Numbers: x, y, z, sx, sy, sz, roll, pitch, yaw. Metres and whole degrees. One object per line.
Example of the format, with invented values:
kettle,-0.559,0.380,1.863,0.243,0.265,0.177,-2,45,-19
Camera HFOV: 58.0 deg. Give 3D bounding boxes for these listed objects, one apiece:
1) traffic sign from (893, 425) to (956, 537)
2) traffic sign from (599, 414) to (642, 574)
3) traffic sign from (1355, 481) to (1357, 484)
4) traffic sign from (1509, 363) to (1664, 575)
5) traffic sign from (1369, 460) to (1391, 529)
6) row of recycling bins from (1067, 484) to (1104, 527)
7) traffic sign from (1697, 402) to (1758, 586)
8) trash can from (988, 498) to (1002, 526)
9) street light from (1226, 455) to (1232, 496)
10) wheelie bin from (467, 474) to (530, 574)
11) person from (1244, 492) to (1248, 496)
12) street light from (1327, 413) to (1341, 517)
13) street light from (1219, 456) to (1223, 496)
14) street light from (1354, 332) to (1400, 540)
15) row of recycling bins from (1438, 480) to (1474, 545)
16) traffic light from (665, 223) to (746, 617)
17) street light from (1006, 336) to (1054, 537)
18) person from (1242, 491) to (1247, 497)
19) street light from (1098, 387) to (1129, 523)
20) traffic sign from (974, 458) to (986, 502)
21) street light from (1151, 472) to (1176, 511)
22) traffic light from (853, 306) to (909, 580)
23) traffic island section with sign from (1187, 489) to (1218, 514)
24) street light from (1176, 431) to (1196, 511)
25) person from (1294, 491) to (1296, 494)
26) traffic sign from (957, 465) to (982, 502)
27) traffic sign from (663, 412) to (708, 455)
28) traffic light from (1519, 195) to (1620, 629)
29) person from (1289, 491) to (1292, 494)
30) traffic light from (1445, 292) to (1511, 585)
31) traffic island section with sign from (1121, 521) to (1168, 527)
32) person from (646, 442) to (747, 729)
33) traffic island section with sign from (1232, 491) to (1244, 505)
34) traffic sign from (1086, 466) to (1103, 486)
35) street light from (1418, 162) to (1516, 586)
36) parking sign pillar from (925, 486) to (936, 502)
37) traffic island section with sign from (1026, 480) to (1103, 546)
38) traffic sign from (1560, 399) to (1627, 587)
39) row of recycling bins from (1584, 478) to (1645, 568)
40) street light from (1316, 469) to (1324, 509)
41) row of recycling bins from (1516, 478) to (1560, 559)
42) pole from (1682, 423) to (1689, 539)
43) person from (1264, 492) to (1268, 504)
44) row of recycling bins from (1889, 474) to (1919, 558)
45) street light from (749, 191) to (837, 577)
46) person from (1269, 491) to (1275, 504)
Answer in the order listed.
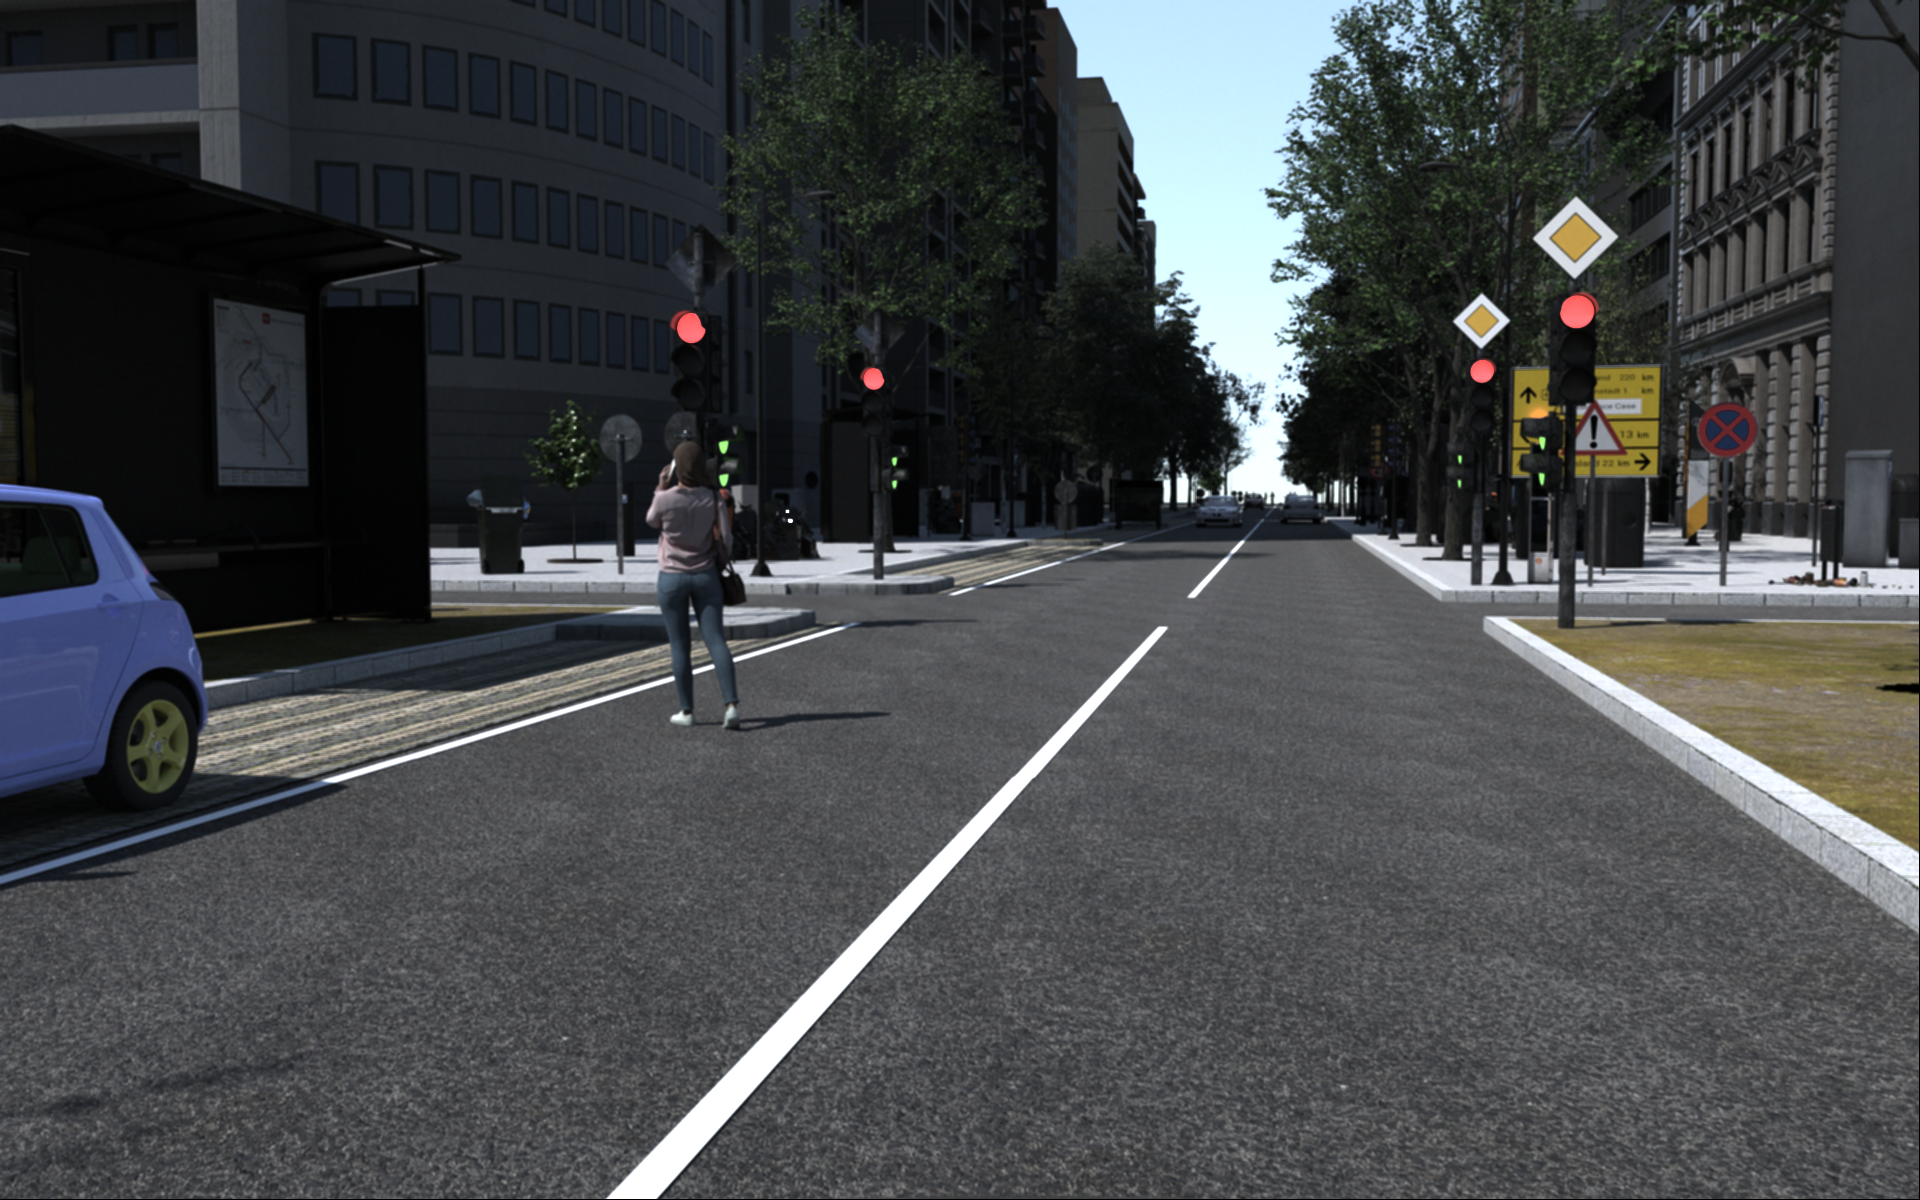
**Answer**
traffic sign,-1.246,-3.531,51.597,2.265,3.308,0.079,1,4,11
traffic sign,-5.431,-1.685,27.656,0.768,2.556,0.104,1,4,18
traffic sign,21.426,-5.626,91.992,0.884,2.594,0.081,1,4,17
traffic sign,9.880,-2.051,27.413,2.265,3.308,0.079,1,4,18
traffic sign,15.554,-3.919,64.190,0.768,2.556,0.104,1,4,18
row of recycling bins,4.842,-3.803,69.285,1.069,1.692,3.534,1,4,13
traffic sign,10.653,-1.468,24.108,0.768,2.556,0.104,1,4,20
trash can,1.484,-3.620,70.840,0.748,1.137,0.748,0,3,0
street light,31.647,-14.369,207.475,1.470,5.913,1.316,1,4,11
wheelie bin,-7.443,-1.222,27.895,0.980,1.594,0.693,-2,4,-28
person,39.669,-14.058,239.163,1.217,1.723,0.721,-2,4,-24
street light,16.372,-6.178,73.557,1.470,5.913,1.316,1,4,11
street light,26.969,-12.892,183.331,1.470,5.913,1.316,1,4,11
street light,11.714,-4.665,48.818,1.470,5.913,1.316,1,4,11
row of recycling bins,12.990,-2.333,45.262,1.069,1.692,3.534,1,4,13
traffic light,-2.685,-1.780,18.029,0.839,4.253,0.868,1,4,11
street light,2.065,-4.805,51.102,1.470,5.913,1.316,1,4,11
person,34.120,-12.125,207.270,0.750,1.759,0.617,0,4,4
street light,6.664,-6.294,75.447,1.470,5.913,1.316,1,4,11
traffic sign,0.542,-3.713,60.816,0.768,2.556,0.104,1,4,18
street light,11.920,-7.979,102.998,1.470,5.913,1.316,1,4,11
traffic light,-1.205,-2.260,25.876,0.839,4.253,0.868,1,4,11
traffic island section with sign,17.312,-7.078,124.351,1.989,1.847,2.006,1,4,11
street light,16.473,-9.481,127.560,1.470,5.913,1.316,1,4,11
person,46.078,-14.060,238.519,1.348,1.807,0.705,0,4,-4
traffic sign,0.319,-3.666,59.941,0.884,2.594,0.081,1,4,13
traffic sign,-4.108,-1.587,26.047,0.768,2.556,0.104,1,4,13
traffic light,5.780,-1.684,16.454,0.839,4.253,0.868,1,4,11
person,44.188,-13.643,231.641,1.350,1.814,0.705,0,4,6
traffic light,7.261,-2.164,24.301,0.839,4.253,0.868,1,4,11
traffic island section with sign,8.005,-4.061,75.017,1.989,1.847,2.006,1,4,11
person,-1.587,-0.093,10.616,0.593,1.750,0.643,-1,4,-20
traffic island section with sign,37.611,-13.660,231.961,1.989,1.847,2.006,1,4,11
traffic sign,6.000,-4.727,77.397,0.768,2.556,0.104,1,4,17
street light,7.114,-3.167,24.319,1.470,5.913,1.316,1,4,11
parking sign pillar,-1.264,-5.225,73.899,1.447,3.967,1.447,0,4,-5
traffic island section with sign,2.952,-2.420,48.197,1.989,1.847,2.006,1,4,11
traffic sign,8.716,-1.460,23.880,0.884,2.594,0.081,1,4,11
row of recycling bins,11.900,-1.494,31.538,1.069,1.692,3.534,1,4,20
street light,21.501,-7.827,100.506,1.470,5.913,1.316,1,4,11
row of recycling bins,12.073,-1.760,35.893,1.069,1.692,3.534,1,4,19
pole,20.827,-3.409,49.582,0.158,3.312,0.155,0,3,0
person,43.942,-14.623,248.120,0.750,1.759,0.617,3,5,45
row of recycling bins,19.628,-1.777,36.170,1.069,1.692,3.534,1,4,23
street light,-2.578,-3.319,26.802,1.470,5.913,1.316,1,4,11
person,43.370,-14.192,240.620,0.705,1.814,1.350,-2,4,-29
